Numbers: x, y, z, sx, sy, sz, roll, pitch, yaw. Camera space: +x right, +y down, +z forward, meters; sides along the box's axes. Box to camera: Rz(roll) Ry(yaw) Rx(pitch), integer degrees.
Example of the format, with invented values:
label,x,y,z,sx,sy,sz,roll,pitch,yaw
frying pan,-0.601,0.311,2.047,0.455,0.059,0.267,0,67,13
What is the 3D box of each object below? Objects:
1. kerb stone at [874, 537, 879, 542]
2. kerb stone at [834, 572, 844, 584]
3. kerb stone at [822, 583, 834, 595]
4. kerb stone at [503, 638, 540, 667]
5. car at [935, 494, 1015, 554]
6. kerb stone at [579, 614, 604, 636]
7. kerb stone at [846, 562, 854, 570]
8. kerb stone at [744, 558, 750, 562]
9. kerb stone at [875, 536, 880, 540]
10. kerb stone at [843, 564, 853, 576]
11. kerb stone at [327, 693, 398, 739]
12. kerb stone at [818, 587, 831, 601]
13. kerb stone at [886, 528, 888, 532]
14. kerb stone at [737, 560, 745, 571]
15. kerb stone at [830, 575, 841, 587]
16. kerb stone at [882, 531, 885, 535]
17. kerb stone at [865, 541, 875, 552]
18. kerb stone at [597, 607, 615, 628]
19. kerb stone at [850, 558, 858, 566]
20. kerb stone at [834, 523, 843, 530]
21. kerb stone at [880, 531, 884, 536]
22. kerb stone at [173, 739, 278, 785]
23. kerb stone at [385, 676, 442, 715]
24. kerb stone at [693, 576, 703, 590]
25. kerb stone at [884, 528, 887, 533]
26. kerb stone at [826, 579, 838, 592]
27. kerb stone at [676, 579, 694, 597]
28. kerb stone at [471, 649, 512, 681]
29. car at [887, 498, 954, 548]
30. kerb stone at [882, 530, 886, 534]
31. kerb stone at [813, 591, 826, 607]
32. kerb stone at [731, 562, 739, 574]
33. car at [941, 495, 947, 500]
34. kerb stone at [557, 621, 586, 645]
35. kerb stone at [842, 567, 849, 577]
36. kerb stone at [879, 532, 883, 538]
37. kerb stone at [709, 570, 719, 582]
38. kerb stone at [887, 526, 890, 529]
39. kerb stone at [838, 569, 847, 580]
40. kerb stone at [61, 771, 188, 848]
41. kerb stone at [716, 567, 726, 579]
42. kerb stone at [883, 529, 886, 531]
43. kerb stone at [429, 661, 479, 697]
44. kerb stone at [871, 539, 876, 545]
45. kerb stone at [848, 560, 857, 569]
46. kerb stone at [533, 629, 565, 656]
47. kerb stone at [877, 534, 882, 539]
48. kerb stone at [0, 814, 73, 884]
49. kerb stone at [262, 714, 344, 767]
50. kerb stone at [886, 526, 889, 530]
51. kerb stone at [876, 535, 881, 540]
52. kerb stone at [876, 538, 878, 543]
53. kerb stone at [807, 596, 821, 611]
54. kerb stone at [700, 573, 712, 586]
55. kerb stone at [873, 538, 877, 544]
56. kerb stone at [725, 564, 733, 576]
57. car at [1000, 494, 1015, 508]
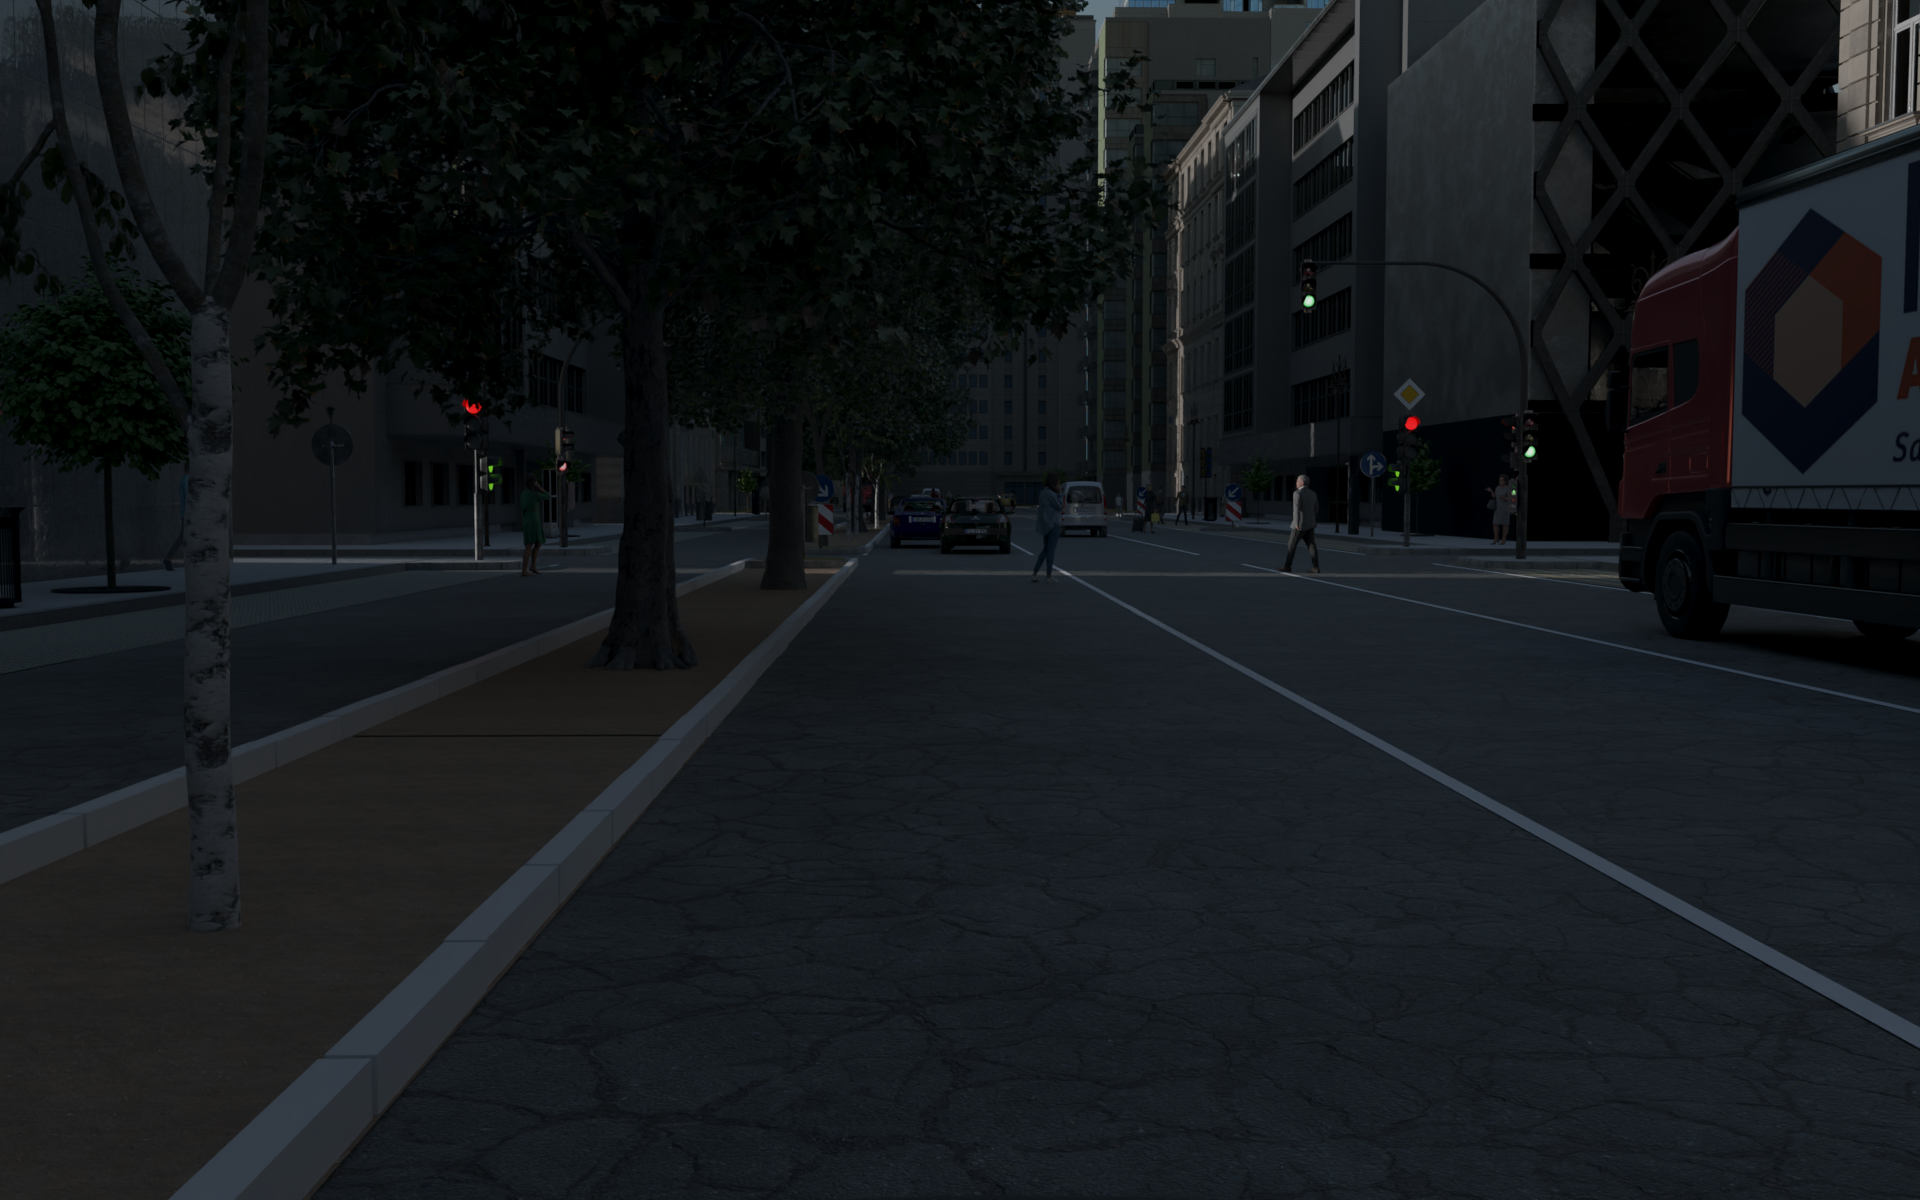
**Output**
label,x,y,z,sx,sy,sz,roll,pitch,yaw
kerb stone,-2.426,-1.639,49.031,0.120,0.150,1.000,0,4,-1
kerb stone,-1.926,-0.294,26.999,0.120,0.150,1.000,0,4,-1
kerb stone,-1.855,-0.106,23.925,0.120,0.150,1.000,0,4,-1
kerb stone,-3.744,0.462,14.649,0.120,0.150,1.000,0,4,-1
car,0.378,-2.022,42.838,2.009,1.686,4.222,0,4,0
kerb stone,-3.818,0.276,17.717,0.120,0.150,1.000,0,4,-1
kerb stone,-2.023,-0.538,31.094,0.120,0.150,1.000,0,4,-1
kerb stone,-4.172,-0.665,33.072,0.120,0.150,1.000,0,4,-1
kerb stone,-2.451,-1.697,50.053,0.120,0.150,1.000,0,4,-1
kerb stone,-1.991,-0.477,30.072,0.120,0.150,1.000,0,4,-1
kerb stone,-3.651,0.713,10.541,0.120,0.150,1.000,0,4,-1
kerb stone,-1.829,-0.043,22.899,0.120,0.150,1.000,0,4,-1
kerb stone,-2.710,-2.392,61.329,0.120,0.150,1.000,0,4,-1
kerb stone,-4.142,-0.602,32.046,0.120,0.150,1.000,0,4,-1
kerb stone,-1.907,-0.231,25.974,0.120,0.150,1.000,0,4,-1
kerb stone,-2.596,-2.079,56.200,0.120,0.150,1.000,0,4,-1
kerb stone,-2.345,-1.385,44.929,0.120,0.150,1.000,0,4,-1
kerb stone,-3.842,0.213,18.739,0.120,0.150,1.000,0,4,-1
kerb stone,-2.067,-0.669,33.141,0.120,0.150,1.000,0,4,-1
kerb stone,-5.078,-3.080,72.555,0.120,0.150,1.000,0,4,-1
kerb stone,-2.579,-2.017,55.175,0.120,0.150,1.000,0,4,-1
kerb stone,-3.603,0.839,8.484,0.120,0.150,1.000,0,4,-1
kerb stone,-3.679,0.655,11.577,0.120,0.150,1.000,0,4,-1
kerb stone,-3.998,-0.224,25.897,0.120,0.150,1.000,0,4,-1
kerb stone,-2.692,-2.331,60.300,0.120,0.150,1.000,0,4,-1
kerb stone,-1.877,-0.169,24.952,0.120,0.150,1.000,0,4,-1
kerb stone,-3.980,-0.164,24.875,0.120,0.150,1.000,0,4,-1
kerb stone,-3.722,0.527,13.627,0.120,0.150,1.000,0,4,-1
car,-1.023,-2.112,47.109,1.945,1.354,3.894,0,4,-1
kerb stone,-2.612,-2.139,57.223,0.120,0.150,1.000,0,4,-1
kerb stone,-1.808,0.026,21.875,0.120,0.150,1.000,0,4,-1
kerb stone,-4.116,-0.540,31.023,0.120,0.150,1.000,0,4,-1
car,-2.152,-8.576,150.009,2.009,1.686,4.222,0,4,-1
kerb stone,-3.791,0.338,16.695,0.120,0.150,1.000,0,4,-1
kerb stone,-1.979,-0.413,29.050,0.120,0.150,1.000,0,4,-1
kerb stone,-2.545,-1.953,54.151,0.120,0.150,1.000,0,4,-1
kerb stone,-4.047,-0.348,27.951,0.120,0.150,1.000,0,4,-1
kerb stone,-2.783,-2.582,64.415,0.120,0.150,1.000,0,4,-1
kerb stone,-1.952,-0.357,28.028,0.120,0.150,1.000,0,4,-1
kerb stone,-3.582,0.901,7.462,0.120,0.150,1.000,0,4,-1
kerb stone,-4.075,-0.414,28.977,0.120,0.150,1.000,0,4,-1
kerb stone,-2.639,-2.205,58.247,0.120,0.150,1.000,0,4,-1
kerb stone,-3.703,0.587,12.598,0.120,0.150,1.000,0,4,-1
kerb stone,-2.373,-1.453,45.951,0.120,0.150,1.000,0,4,-1
kerb stone,-2.042,-0.605,32.115,0.120,0.150,1.000,0,4,-1
kerb stone,-3.761,0.399,15.671,0.120,0.150,1.000,0,4,-1
kerb stone,-2.501,-1.829,52.102,0.120,0.150,1.000,0,4,-1
kerb stone,-3.561,0.964,6.440,0.120,0.150,1.000,0,4,-1
kerb stone,-3.625,0.780,9.513,0.120,0.150,1.000,0,4,-1
kerb stone,-2.759,-2.519,63.375,0.120,0.150,1.000,0,4,-1
kerb stone,-2.479,-1.767,51.080,0.120,0.150,1.000,0,4,-1
kerb stone,-2.406,-1.572,48.006,0.120,0.150,1.000,0,4,-1
kerb stone,-1.789,0.082,20.853,0.120,0.150,1.000,0,4,-1
kerb stone,-4.023,-0.289,26.922,0.120,0.150,1.000,0,4,-1
kerb stone,-2.382,-1.513,46.976,0.120,0.150,1.000,0,4,-1
kerb stone,-4.100,-0.477,30.002,0.120,0.150,1.000,0,4,-1
car,5.016,-10.697,185.117,2.015,1.641,3.980,0,4,-1
